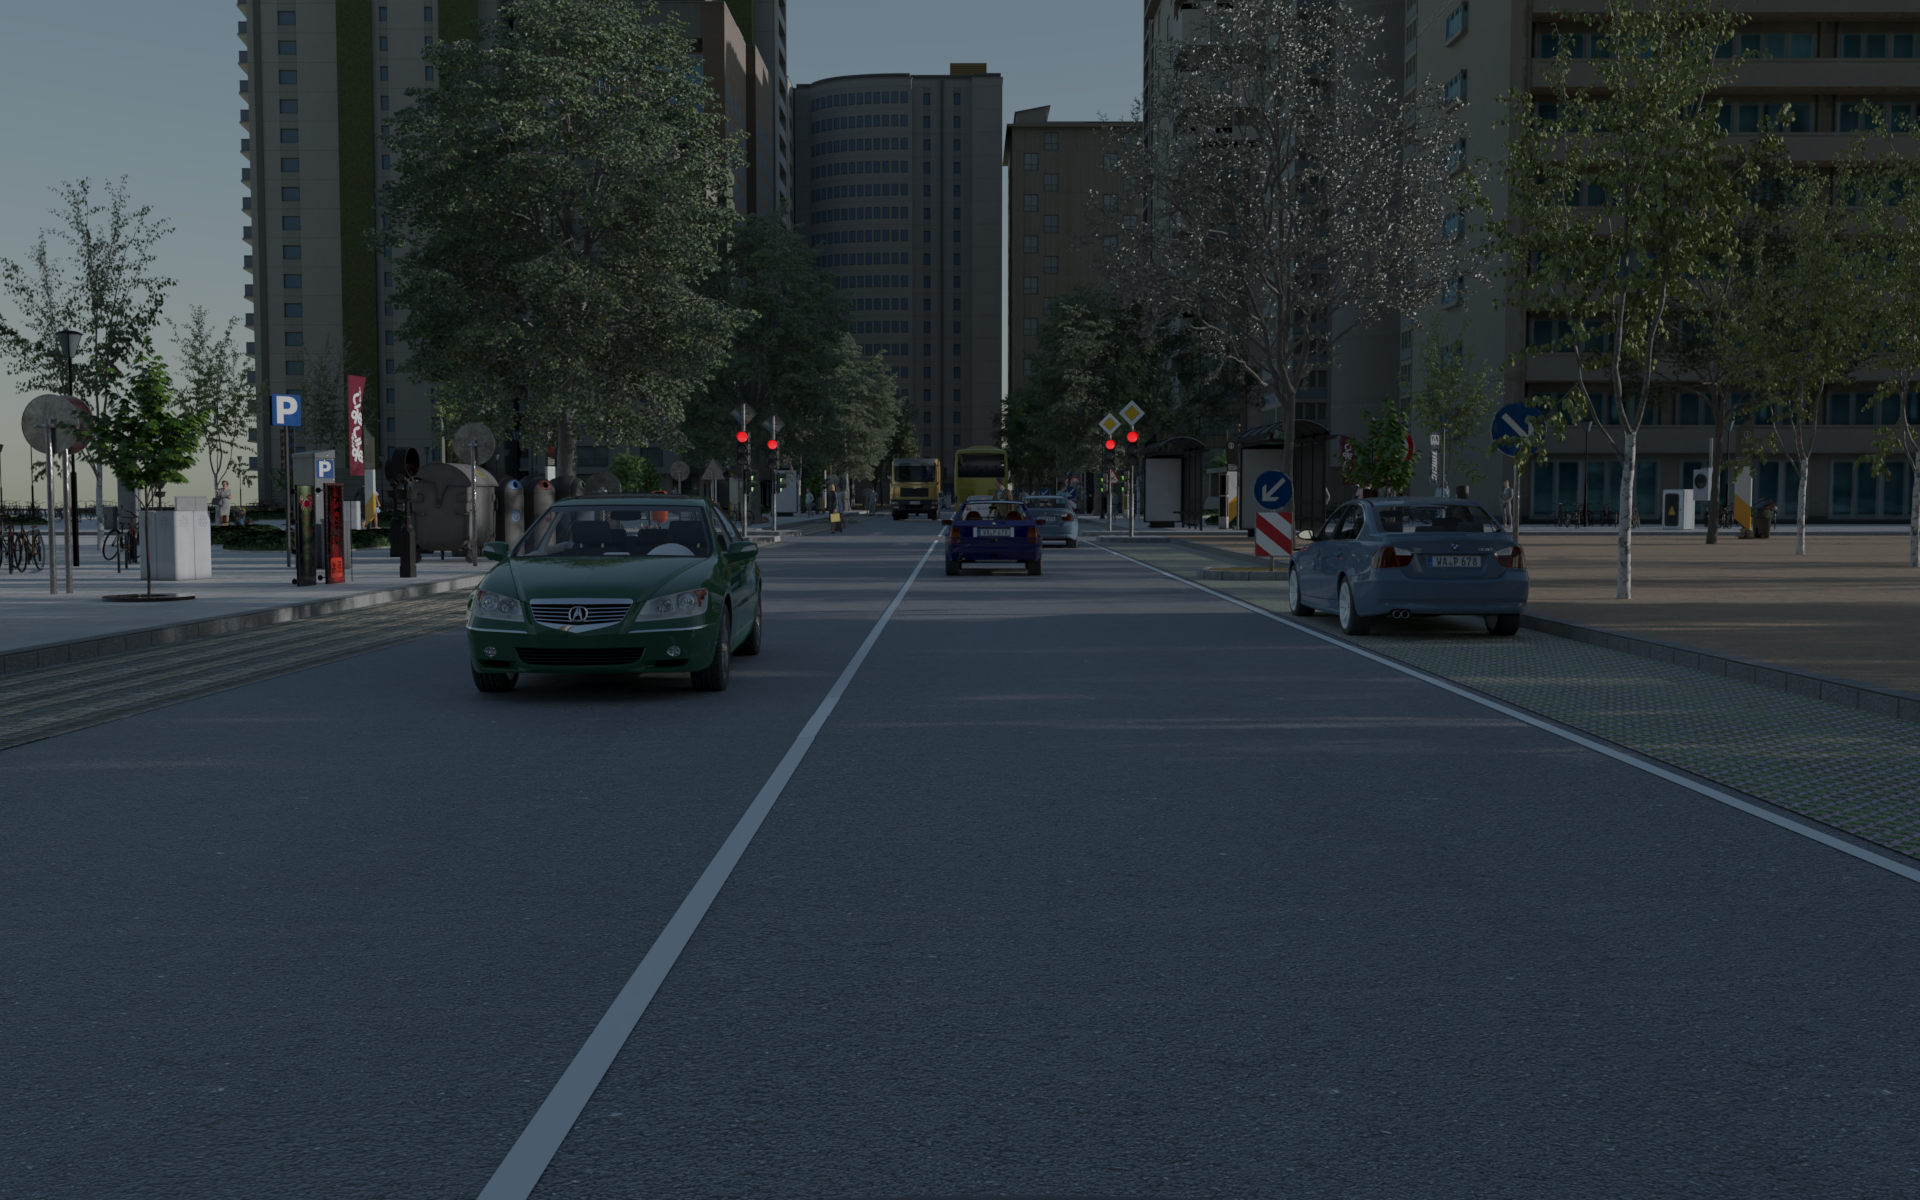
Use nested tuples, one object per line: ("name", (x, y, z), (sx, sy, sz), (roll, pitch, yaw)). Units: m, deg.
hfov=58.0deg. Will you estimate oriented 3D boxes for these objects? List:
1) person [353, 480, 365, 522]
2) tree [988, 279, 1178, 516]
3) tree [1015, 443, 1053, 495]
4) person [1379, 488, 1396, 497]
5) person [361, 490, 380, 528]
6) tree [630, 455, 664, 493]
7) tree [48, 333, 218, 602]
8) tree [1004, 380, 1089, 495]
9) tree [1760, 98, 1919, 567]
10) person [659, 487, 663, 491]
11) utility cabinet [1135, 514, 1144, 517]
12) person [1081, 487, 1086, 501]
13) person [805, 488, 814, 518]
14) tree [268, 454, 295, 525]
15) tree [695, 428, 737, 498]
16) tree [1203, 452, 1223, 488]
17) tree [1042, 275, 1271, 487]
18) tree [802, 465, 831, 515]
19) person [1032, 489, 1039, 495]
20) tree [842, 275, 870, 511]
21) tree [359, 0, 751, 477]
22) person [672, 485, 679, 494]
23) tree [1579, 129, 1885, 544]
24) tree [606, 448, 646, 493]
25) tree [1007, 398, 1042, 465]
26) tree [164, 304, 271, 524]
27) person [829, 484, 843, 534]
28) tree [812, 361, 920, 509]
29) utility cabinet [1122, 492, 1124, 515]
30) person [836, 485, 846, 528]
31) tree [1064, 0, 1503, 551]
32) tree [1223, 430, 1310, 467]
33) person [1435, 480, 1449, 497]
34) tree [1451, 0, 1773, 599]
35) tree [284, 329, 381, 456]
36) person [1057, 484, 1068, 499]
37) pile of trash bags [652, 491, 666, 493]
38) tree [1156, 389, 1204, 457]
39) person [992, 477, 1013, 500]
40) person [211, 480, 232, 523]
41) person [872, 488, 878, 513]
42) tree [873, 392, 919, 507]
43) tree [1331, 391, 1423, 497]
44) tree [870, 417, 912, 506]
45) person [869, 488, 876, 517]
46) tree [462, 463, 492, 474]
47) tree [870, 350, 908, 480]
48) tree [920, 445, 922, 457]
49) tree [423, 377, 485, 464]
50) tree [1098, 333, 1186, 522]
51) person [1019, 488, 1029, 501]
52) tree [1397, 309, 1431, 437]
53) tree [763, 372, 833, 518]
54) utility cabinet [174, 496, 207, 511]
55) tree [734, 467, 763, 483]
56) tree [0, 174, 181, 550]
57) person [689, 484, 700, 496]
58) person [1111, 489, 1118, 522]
("person", (-24.408, -3.983, 70.950), (0.659, 1.850, 0.755), (2, 4, 28))
("tree", (8.128, -11.915, 101.473), (9.857, 13.997, 8.962), (0, 3, 0))
("tree", (7.762, -13.710, 174.520), (4.737, 8.622, 4.395), (0, 3, 0))
("person", (10.591, -2.235, 42.771), (0.537, 1.800, 0.526), (-2, 4, -28))
("person", (-21.386, -3.477, 62.988), (0.616, 1.811, 0.778), (2, 4, 34))
("tree", (-15.534, -5.590, 86.000), (1.663, 3.219, 1.824), (0, 3, 0))
("tree", (-9.721, -1.607, 20.883), (1.663, 3.219, 1.824), (0, 3, 0))
("tree", (7.965, -13.659, 149.073), (9.928, 11.665, 9.643), (0, 3, 0))
("tree", (17.067, -4.897, 30.424), (4.737, 8.622, 4.395), (0, 3, 0))
("person", (-20.846, -6.997, 121.036), (0.643, 1.750, 0.593), (-2, 4, -27))
("utility cabinet", (10.020, -5.287, 95.116), (1.173, 1.500, 0.318), (2, 4, 31))
("person", (8.059, -6.548, 113.592), (0.782, 1.767, 0.515), (2, 4, 30))
("person", (-8.164, -5.242, 93.560), (0.330, 1.601, 0.589), (-3, 4, -38))
("tree", (-27.565, -4.686, 71.216), (1.663, 3.219, 1.824), (0, 3, 0))
("tree", (-18.180, -10.816, 127.204), (4.360, 8.622, 3.978), (0, 3, 0))
("tree", (19.679, -8.907, 129.337), (4.285, 4.588, 4.351), (0, 3, 0))
("tree", (8.600, -8.353, 70.978), (8.767, 10.594, 7.601), (1, 4, 16))
("tree", (-8.840, -6.970, 108.565), (1.663, 3.219, 1.824), (0, 3, 0))
("person", (5.740, -7.519, 131.532), (0.679, 1.850, 0.850), (-1, 4, -12))
("tree", (-8.909, -10.223, 73.799), (9.857, 13.997, 8.962), (0, 3, 0))
("tree", (-9.519, -8.263, 41.757), (9.857, 13.997, 8.962), (0, 3, 0))
("person", (-16.883, -5.936, 103.193), (0.616, 1.811, 0.778), (-2, 4, -30))
("tree", (19.597, -6.704, 44.023), (7.601, 10.594, 8.767), (0, 4, 3))
("tree", (-23.502, -8.496, 122.626), (4.285, 4.588, 4.351), (0, 3, 0))
("tree", (7.463, -11.355, 120.074), (8.767, 10.594, 7.601), (0, 4, 1))
("tree", (-28.773, -7.129, 66.924), (4.737, 8.622, 4.395), (0, 3, 0))
("person", (-4.552, -3.336, 63.266), (0.699, 1.804, 1.509), (1, 4, 12))
("tree", (-9.383, -14.229, 149.647), (9.611, 12.733, 9.660), (0, 3, 0))
("utility cabinet", (9.970, -5.728, 102.325), (0.318, 1.500, 1.173), (-1, 4, -19))
("person", (-5.023, -3.839, 71.363), (0.616, 1.811, 0.778), (2, 4, 29))
("tree", (7.448, -7.884, 39.270), (12.009, 13.543, 11.850), (0, 3, 0))
("tree", (15.816, -6.183, 84.804), (4.285, 4.588, 4.351), (0, 3, 0))
("person", (17.919, -3.565, 64.589), (0.793, 1.790, 0.793), (2, 4, 30))
("tree", (8.153, -4.331, 21.179), (4.737, 8.622, 4.395), (0, 3, 0))
("tree", (-28.511, -7.810, 78.060), (4.360, 8.622, 3.978), (0, 3, 0))
("person", (4.064, -3.702, 68.885), (0.638, 1.841, 0.748), (-2, 4, -29))
("pile of trash bags", (-10.094, -2.457, 49.918), (3.447, 1.369, 1.912), (-1, 4, -13))
("tree", (13.868, -9.988, 113.660), (4.360, 8.622, 3.978), (0, 3, 0))
("person", (0.983, -2.072, 42.283), (0.656, 1.842, 0.836), (0, 3, 0))
("person", (-26.687, -3.438, 62.612), (0.716, 1.782, 0.532), (-1, 4, -23))
("person", (-6.586, -7.562, 131.500), (0.474, 1.900, 0.648), (3, 5, 43))
("tree", (-8.153, -14.879, 169.027), (9.928, 11.665, 9.643), (0, 3, 0))
("tree", (7.852, -2.258, 31.519), (1.663, 3.219, 1.824), (0, 3, 0))
("tree", (-8.615, -15.216, 183.199), (7.601, 10.594, 8.767), (-1, 4, -14))
("person", (-5.586, -6.199, 109.945), (0.391, 1.810, 0.635), (-3, 5, -41))
("tree", (-20.419, -4.776, 72.694), (1.663, 3.219, 1.824), (0, 3, 0))
("tree", (-8.648, -13.738, 131.274), (9.857, 13.997, 8.962), (0, 3, 0))
("tree", (-8.480, -17.687, 206.193), (9.611, 12.733, 9.660), (0, 3, 0))
("tree", (-28.185, -8.977, 97.129), (4.737, 8.622, 4.395), (0, 3, 0))
("tree", (8.132, -7.818, 78.187), (4.737, 8.622, 4.395), (0, 3, 0))
("person", (3.714, -5.574, 99.728), (0.694, 1.812, 0.767), (-1, 4, -10))
("tree", (19.135, -7.189, 67.897), (4.737, 8.622, 4.395), (0, 3, 0))
("tree", (-8.790, -8.661, 91.970), (4.360, 8.622, 3.978), (0, 3, 0))
("utility cabinet", (-27.039, -3.043, 60.917), (1.020, 1.237, 0.306), (-3, 4, -36))
("tree", (-12.934, -6.701, 104.156), (1.663, 3.219, 1.824), (0, 3, 0))
("tree", (-19.880, -5.444, 39.380), (4.360, 8.622, 3.978), (0, 3, 0))
("person", (-14.952, -5.617, 97.659), (0.659, 1.850, 0.755), (1, 4, 10))
("person", (7.041, -4.342, 79.632), (0.523, 1.515, 0.503), (1, 4, 15))
